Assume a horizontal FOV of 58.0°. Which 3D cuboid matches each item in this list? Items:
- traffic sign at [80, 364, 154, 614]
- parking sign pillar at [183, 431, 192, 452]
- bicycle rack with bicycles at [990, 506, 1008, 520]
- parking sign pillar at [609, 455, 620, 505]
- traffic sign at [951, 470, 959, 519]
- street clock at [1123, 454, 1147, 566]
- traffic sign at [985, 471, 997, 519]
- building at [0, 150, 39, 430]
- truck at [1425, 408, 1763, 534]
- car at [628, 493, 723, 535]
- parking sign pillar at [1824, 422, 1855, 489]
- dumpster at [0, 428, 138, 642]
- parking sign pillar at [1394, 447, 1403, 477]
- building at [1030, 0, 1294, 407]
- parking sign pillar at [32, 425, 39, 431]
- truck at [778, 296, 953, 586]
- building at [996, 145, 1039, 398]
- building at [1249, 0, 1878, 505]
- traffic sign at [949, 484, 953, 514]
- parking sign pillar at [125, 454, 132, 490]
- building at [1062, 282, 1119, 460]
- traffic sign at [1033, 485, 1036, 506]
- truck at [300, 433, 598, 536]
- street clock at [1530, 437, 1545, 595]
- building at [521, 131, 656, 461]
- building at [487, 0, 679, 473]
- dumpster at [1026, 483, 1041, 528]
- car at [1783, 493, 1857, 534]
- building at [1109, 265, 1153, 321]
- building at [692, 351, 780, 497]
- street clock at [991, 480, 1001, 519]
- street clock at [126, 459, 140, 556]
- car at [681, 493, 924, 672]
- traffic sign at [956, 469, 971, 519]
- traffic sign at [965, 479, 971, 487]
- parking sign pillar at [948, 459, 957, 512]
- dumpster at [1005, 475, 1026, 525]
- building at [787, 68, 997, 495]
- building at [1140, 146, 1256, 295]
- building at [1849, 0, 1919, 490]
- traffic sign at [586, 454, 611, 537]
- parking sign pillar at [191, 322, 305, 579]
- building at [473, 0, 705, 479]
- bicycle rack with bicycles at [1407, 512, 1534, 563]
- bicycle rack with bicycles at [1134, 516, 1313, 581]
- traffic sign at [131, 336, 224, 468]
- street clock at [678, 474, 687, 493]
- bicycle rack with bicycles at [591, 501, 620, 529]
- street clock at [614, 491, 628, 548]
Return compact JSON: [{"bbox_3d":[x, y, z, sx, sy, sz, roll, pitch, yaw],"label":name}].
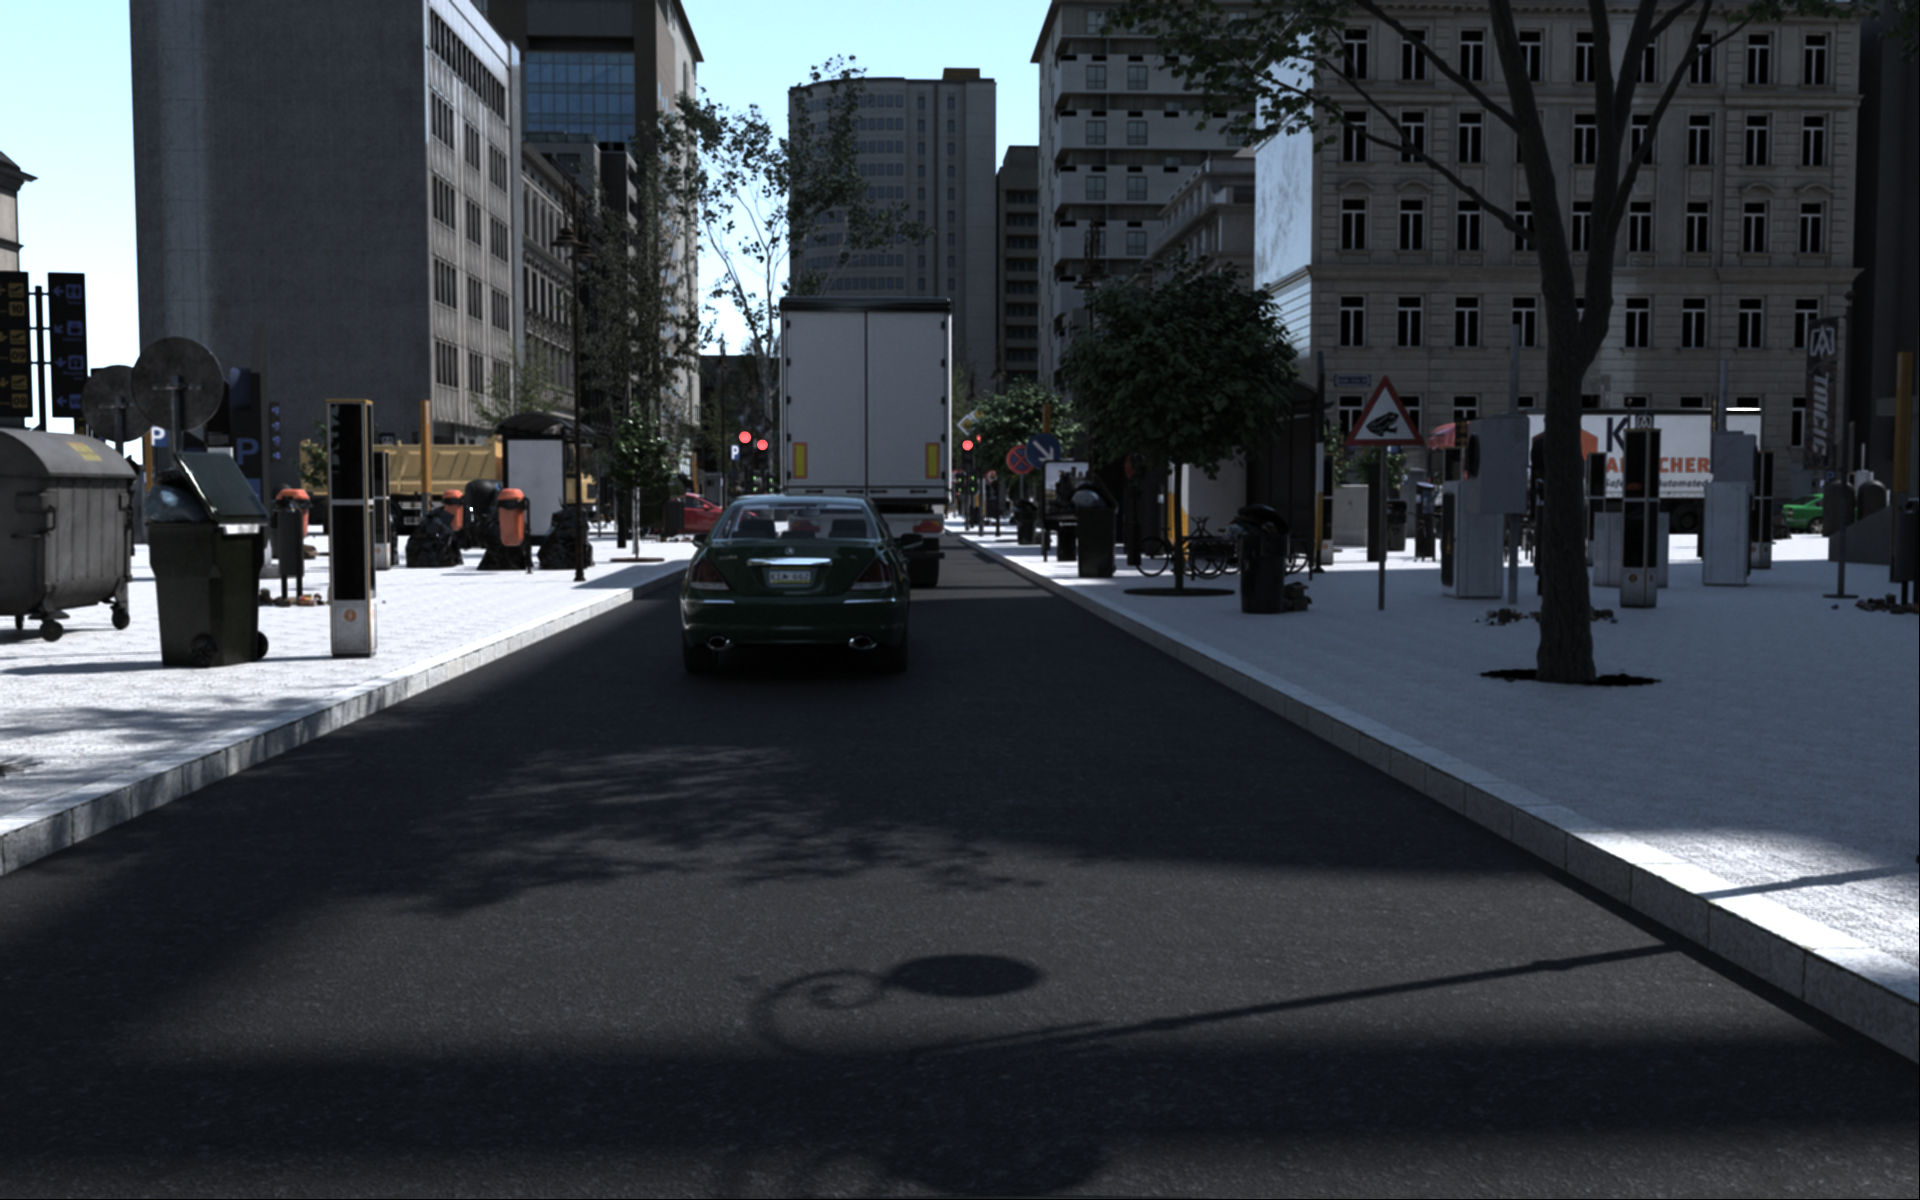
[{"bbox_3d":[-8.263,-1.036,17.051,0.768,2.556,0.104,0,4,-1],"label":"traffic sign"},{"bbox_3d":[-31.487,-5.103,71.913,1.447,3.967,1.447,-2,4,-30],"label":"parking sign pillar"},{"bbox_3d":[2.716,-4.384,85.062,2.852,0.926,2.925,1,4,16],"label":"bicycle rack with bicycles"},{"bbox_3d":[-19.767,-6.835,100.219,1.447,3.967,1.447,-3,5,-44],"label":"parking sign pillar"},{"bbox_3d":[-0.264,-5.540,90.692,0.768,2.556,0.104,0,4,5],"label":"traffic sign"},{"bbox_3d":[3.133,-1.622,31.088,0.358,2.002,0.471,-2,4,-26],"label":"street clock"},{"bbox_3d":[1.706,-5.493,89.919,0.768,2.556,0.104,0,4,2],"label":"traffic sign"},{"bbox_3d":[-53.076,-12.980,76.858,19.286,19.102,10.561,0,4,-3],"label":"building"},{"bbox_3d":[20.634,-4.214,57.819,11.283,4.237,2.839,0,4,-2],"label":"truck"},{"bbox_3d":[-8.564,-2.819,55.133,4.494,1.783,2.155,0,4,-3],"label":"car"},{"bbox_3d":[32.607,-4.635,64.255,1.447,3.967,1.447,-3,4,-37],"label":"parking sign pillar"},{"bbox_3d":[-8.433,-0.605,15.652,1.264,1.857,1.865,0,4,-3],"label":"dumpster"},{"bbox_3d":[17.070,-4.936,69.178,1.447,3.967,1.447,-2,4,-32],"label":"parking sign pillar"},{"bbox_3d":[22.858,-36.332,183.269,28.713,52.752,27.495,0,4,-3],"label":"building"},{"bbox_3d":[-35.450,-4.721,65.661,1.447,3.967,1.447,2,4,26],"label":"parking sign pillar"},{"bbox_3d":[-1.741,-2.527,30.235,2.839,4.237,11.283,0,4,-4],"label":"truck"},{"bbox_3d":[15.291,-37.926,243.795,21.600,48.544,21.300,0,4,-3],"label":"building"},{"bbox_3d":[26.991,-17.359,81.076,25.104,27.353,12.463,0,4,-3],"label":"building"},{"bbox_3d":[-0.663,-6.836,111.871,0.768,2.556,0.104,0,4,0],"label":"traffic sign"},{"bbox_3d":[-56.192,-7.810,116.166,1.447,3.967,1.447,2,4,27],"label":"parking sign pillar"},{"bbox_3d":[24.540,-19.027,156.127,27.650,21.520,28.899,0,4,-3],"label":"building"},{"bbox_3d":[2.218,-3.142,51.484,0.768,2.556,0.104,0,4,5],"label":"traffic sign"},{"bbox_3d":[-15.846,-3.652,55.640,9.791,3.379,3.469,0,4,-1],"label":"truck"},{"bbox_3d":[7.449,-1.058,21.874,0.471,2.002,0.358,-1,4,-23],"label":"street clock"},{"bbox_3d":[-32.852,-22.630,141.700,14.160,30.474,14.107,0,4,-3],"label":"building"},{"bbox_3d":[-33.133,-30.909,155.475,14.600,45.320,14.200,0,4,-3],"label":"building"},{"bbox_3d":[3.418,-3.839,65.258,1.502,2.255,1.985,0,4,-3],"label":"dumpster"},{"bbox_3d":[29.390,-2.977,57.473,4.718,1.807,1.959,0,4,-1],"label":"car"},{"bbox_3d":[16.692,-16.052,127.071,10.561,19.102,19.286,0,4,-3],"label":"building"},{"bbox_3d":[-38.764,-24.493,245.505,28.899,21.520,27.650,0,4,-3],"label":"building"},{"bbox_3d":[1.851,-5.183,89.314,0.471,2.002,0.358,1,4,13],"label":"street clock"},{"bbox_3d":[-17.215,-1.909,35.784,0.358,2.002,0.471,3,4,37],"label":"street clock"},{"bbox_3d":[-1.373,-0.220,15.401,2.131,1.459,4.920,0,4,-2],"label":"car"},{"bbox_3d":[0.178,-5.356,87.673,0.768,2.556,0.104,0,4,3],"label":"traffic sign"},{"bbox_3d":[0.625,-8.070,132.048,0.768,2.556,0.104,0,4,3],"label":"traffic sign"},{"bbox_3d":[-0.930,-8.506,127.550,1.447,3.967,1.447,-2,4,-24],"label":"parking sign pillar"},{"bbox_3d":[2.746,-4.336,73.379,1.502,2.255,1.985,0,4,-3],"label":"dumpster"},{"bbox_3d":[-9.637,-42.840,242.425,28.212,58.520,21.231,0,4,-3],"label":"building"},{"bbox_3d":[19.314,-16.099,105.026,13.314,21.916,24.055,0,4,-3],"label":"building"},{"bbox_3d":[52.284,-17.697,82.845,24.014,27.812,14.314,0,4,-3],"label":"building"},{"bbox_3d":[-10.840,-3.173,51.986,0.768,2.556,0.104,0,4,-2],"label":"traffic sign"},{"bbox_3d":[-10.862,-2.328,26.540,1.447,3.967,1.447,-1,4,-17],"label":"parking sign pillar"},{"bbox_3d":[-41.692,-36.186,180.886,27.495,52.752,28.713,0,4,-3],"label":"building"},{"bbox_3d":[9.878,-1.215,33.251,2.852,0.926,2.925,1,4,16],"label":"bicycle rack with bicycles"},{"bbox_3d":[4.143,-0.813,26.676,2.925,0.926,2.852,0,4,0],"label":"bicycle rack with bicycles"},{"bbox_3d":[-6.332,-0.851,14.020,0.768,2.556,0.104,0,4,3],"label":"traffic sign"},{"bbox_3d":[-9.845,-3.474,61.378,0.358,2.002,0.471,-2,4,-29],"label":"street clock"},{"bbox_3d":[-11.910,-3.125,64.481,2.925,0.926,2.852,1,4,13],"label":"bicycle rack with bicycles"},{"bbox_3d":[-8.043,-2.236,41.129,0.358,2.002,0.471,0,4,-4],"label":"street clock"}]
